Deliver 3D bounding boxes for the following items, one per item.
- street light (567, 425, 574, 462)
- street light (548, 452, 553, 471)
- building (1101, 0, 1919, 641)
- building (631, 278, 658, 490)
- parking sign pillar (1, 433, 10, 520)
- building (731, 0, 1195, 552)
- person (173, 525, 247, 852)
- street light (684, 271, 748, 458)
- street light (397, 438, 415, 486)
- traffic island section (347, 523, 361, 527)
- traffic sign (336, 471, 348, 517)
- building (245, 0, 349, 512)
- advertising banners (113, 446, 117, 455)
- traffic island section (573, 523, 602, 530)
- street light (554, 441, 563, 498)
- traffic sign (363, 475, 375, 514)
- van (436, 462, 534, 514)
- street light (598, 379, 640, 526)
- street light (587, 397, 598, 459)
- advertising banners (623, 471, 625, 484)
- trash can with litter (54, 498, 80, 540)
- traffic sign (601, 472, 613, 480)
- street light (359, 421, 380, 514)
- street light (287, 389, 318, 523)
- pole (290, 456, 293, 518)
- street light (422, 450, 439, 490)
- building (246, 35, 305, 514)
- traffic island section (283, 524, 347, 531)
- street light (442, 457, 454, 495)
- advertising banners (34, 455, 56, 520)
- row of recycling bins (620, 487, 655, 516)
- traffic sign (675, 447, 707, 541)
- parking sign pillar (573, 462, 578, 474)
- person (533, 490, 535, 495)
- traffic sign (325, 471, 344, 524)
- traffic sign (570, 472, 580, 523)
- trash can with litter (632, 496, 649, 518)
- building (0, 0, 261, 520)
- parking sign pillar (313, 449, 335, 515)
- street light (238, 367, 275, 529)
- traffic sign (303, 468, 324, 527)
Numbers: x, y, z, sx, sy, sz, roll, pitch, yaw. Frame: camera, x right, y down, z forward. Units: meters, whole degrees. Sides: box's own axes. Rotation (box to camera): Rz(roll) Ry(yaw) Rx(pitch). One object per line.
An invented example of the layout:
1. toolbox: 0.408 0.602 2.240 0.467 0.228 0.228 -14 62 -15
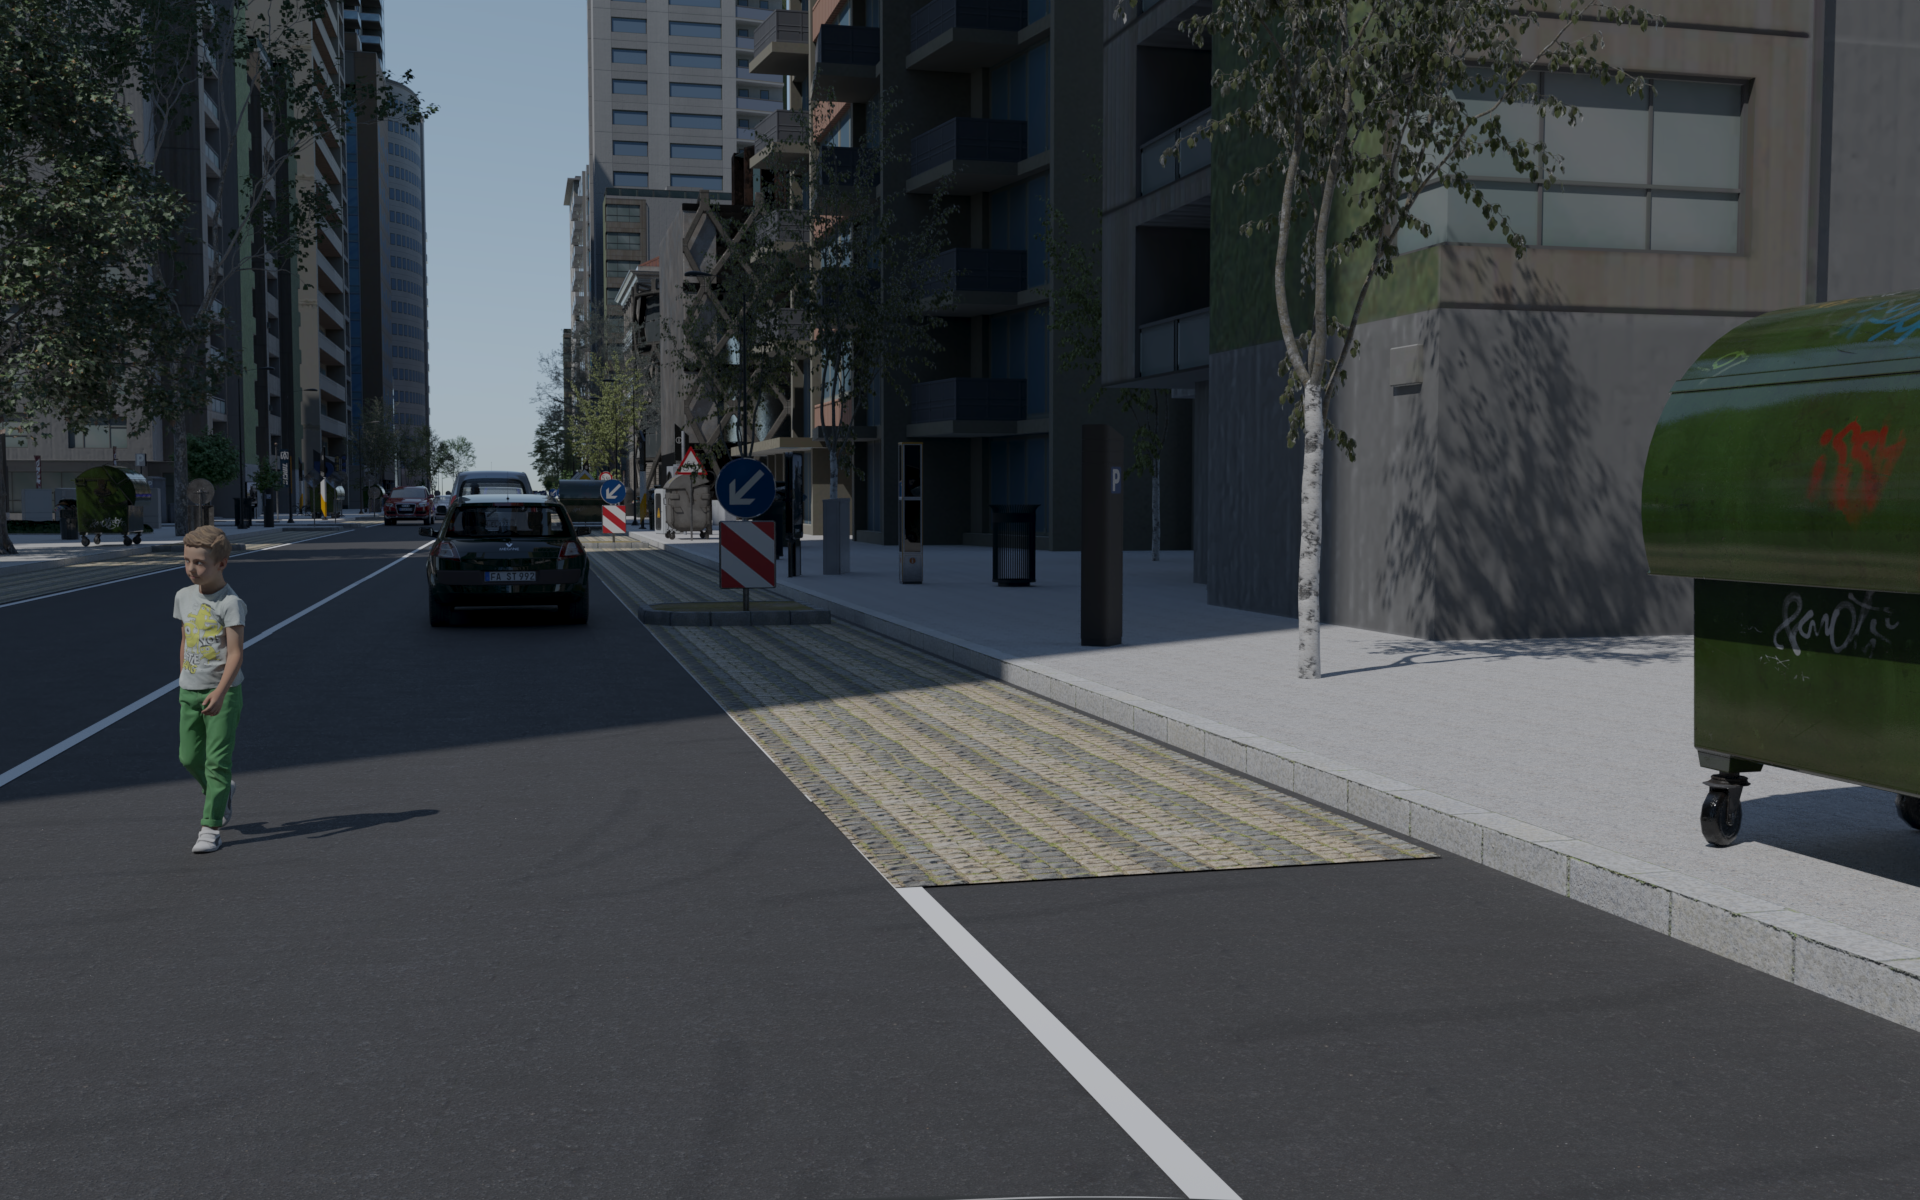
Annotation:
1. street light: -25.680 -8.837 117.027 1.470 5.913 1.316 -1 4 -14
2. street light: -44.502 -13.385 191.382 1.470 5.913 1.316 -1 4 -14
3. building: 9.251 -20.710 22.206 14.154 41.232 14.086 -1 4 -14
4. building: -15.072 -15.722 124.501 16.820 18.784 16.811 -1 4 -14
5. parking sign pillar: -42.942 -5.400 76.759 1.447 3.967 1.447 -1 4 -16
6. building: 5.378 -24.314 52.159 22.147 44.769 28.867 -1 4 -14
7. person: -3.075 0.344 7.131 0.306 1.304 0.590 0 4 -8
8. street light: -5.049 -3.900 36.312 1.470 5.913 1.316 -1 4 -14
9. street light: -47.505 -10.791 148.966 1.470 5.913 1.316 -1 4 -14
10. traffic island section: -27.195 -3.247 75.373 2.009 0.180 2.903 -1 4 -14
11. traffic sign: -34.071 -5.825 95.352 0.768 2.556 0.104 -1 4 -12
12. building: -59.368 -31.098 132.154 21.300 48.544 21.600 -1 4 -14
13. advertising banners: -30.630 -4.054 62.471 0.090 3.025 2.074 -1 4 -13
14. traffic island section: -17.122 -3.403 77.923 2.009 0.180 2.903 -1 4 -14
15. street light: -35.803 -11.279 156.949 1.470 5.913 1.316 -1 4 -14
16. traffic sign: -38.657 -6.926 113.351 0.768 2.556 0.104 -1 4 -12
17. van: -8.697 -1.540 32.197 2.013 2.044 4.112 -1 4 -16
18. street light: -13.734 -5.968 70.119 1.470 5.913 1.316 -1 4 -14
19. street light: -17.051 -6.769 83.207 1.470 5.913 1.316 -1 4 -14
20. advertising banners: -25.336 -8.163 129.657 0.090 3.025 2.074 0 4 3
21. trash can with litter: -25.132 -2.289 48.815 0.624 1.170 1.055 -1 4 -22
22. traffic sign: -20.027 -5.990 98.040 0.768 2.556 0.104 0 4 -7
23. street light: -37.631 -8.427 110.326 1.470 5.913 1.316 -1 4 -14
24. street light: -28.942 -6.341 76.211 1.470 5.913 1.316 -1 4 -14
25. pole: -36.143 -6.093 93.458 0.158 3.312 0.155 0 3 0
26. street light: -56.137 -12.861 182.812 1.470 5.913 1.316 -1 4 -14
27. building: -49.669 -20.602 108.540 14.160 30.474 14.107 -1 4 -14
28. traffic island section: -25.224 -2.774 67.634 2.009 0.180 2.903 -1 4 -14
29. street light: -68.063 -15.719 229.539 1.470 5.913 1.316 -1 4 -14
30. advertising banners: -41.556 -5.060 78.918 0.090 3.025 2.074 0 4 3
31. row of recycling bins: -18.930 -5.731 100.814 3.534 1.692 1.069 -3 4 -37
32. traffic sign: -7.375 -2.907 47.531 0.884 2.594 0.081 0 4 -6
33. parking sign pillar: -32.787 -9.736 147.657 1.447 3.967 1.447 -1 4 -13
34. person: -45.249 -10.716 183.699 0.705 1.826 1.348 2 4 26
35. traffic sign: -27.174 -4.384 75.317 0.795 2.450 0.064 -1 4 -14
36. traffic sign: -17.143 -4.538 77.841 0.795 2.450 0.064 -1 4 -14
37. trash can with litter: -17.179 -5.025 93.551 0.624 1.170 1.055 1 4 19
38. building: -44.081 -24.665 86.872 14.154 41.232 14.086 -1 4 -14
39. parking sign pillar: -37.867 -7.024 103.307 1.447 3.967 1.447 -1 4 -15
40. street light: -25.701 -5.548 63.251 1.470 5.913 1.316 -1 4 -14
41. traffic sign: -25.203 -3.910 67.578 0.795 2.450 0.064 -1 4 -14
